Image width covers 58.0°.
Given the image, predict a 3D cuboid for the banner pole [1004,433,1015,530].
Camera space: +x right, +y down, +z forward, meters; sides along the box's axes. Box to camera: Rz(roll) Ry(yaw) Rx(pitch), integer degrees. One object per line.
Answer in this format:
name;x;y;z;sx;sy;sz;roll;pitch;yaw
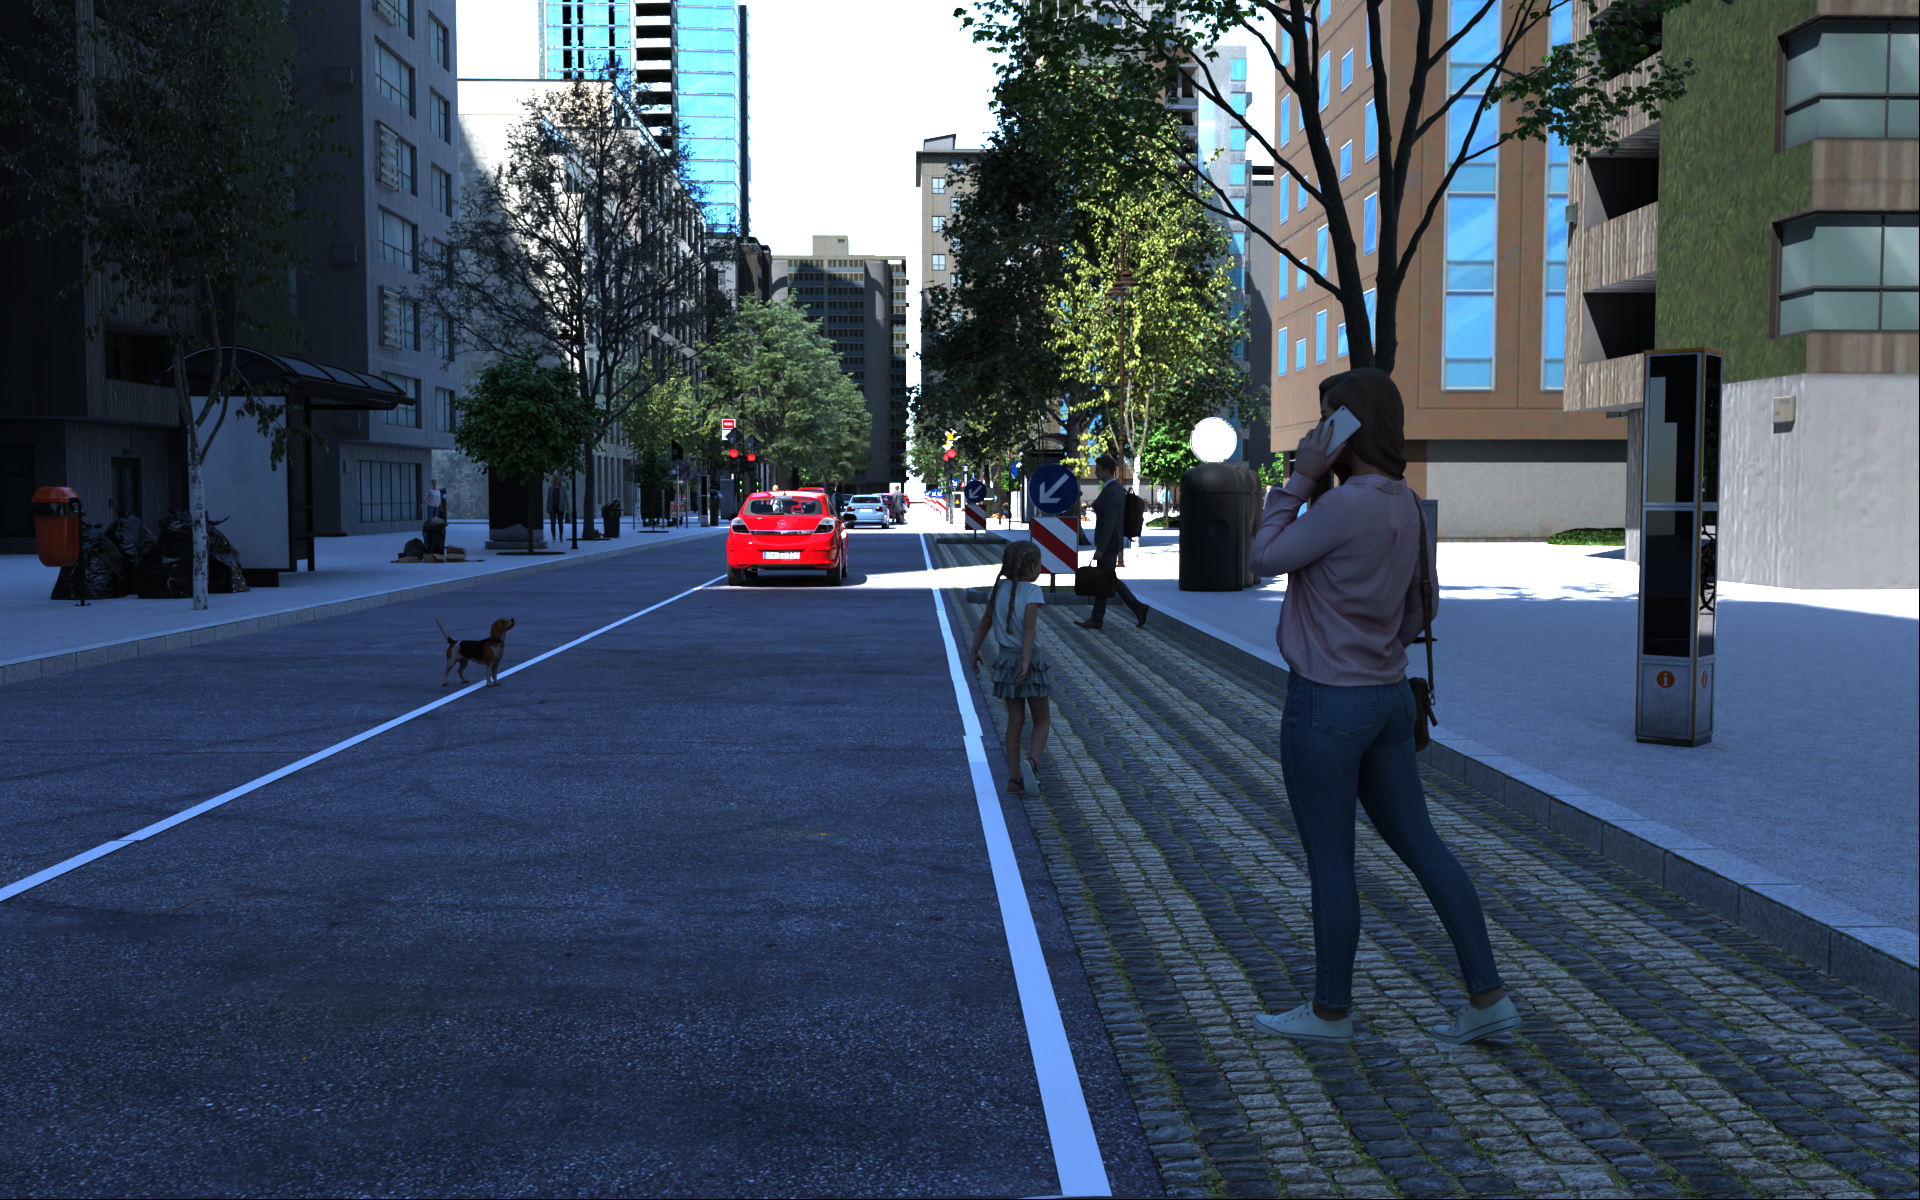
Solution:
banner pole;1.795;-4.368;61.440;0.401;3.779;0.863;0;4;-5

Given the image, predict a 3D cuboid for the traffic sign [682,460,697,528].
traffic sign;-10.208;-3.948;64.648;0.768;2.556;0.104;0;4;4

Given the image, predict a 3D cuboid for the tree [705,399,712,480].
tree;-15.633;-8.591;90.822;4.737;8.622;4.395;0;3;0

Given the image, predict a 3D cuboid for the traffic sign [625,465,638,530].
traffic sign;-11.649;-3.650;61.814;0.606;2.300;0.079;0;4;3

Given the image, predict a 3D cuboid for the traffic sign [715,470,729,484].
traffic sign;-12.442;-5.532;90.557;0.768;2.556;0.104;0;4;2

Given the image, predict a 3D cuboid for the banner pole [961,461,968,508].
banner pole;0.314;-8.496;128.924;0.401;3.779;0.863;-3;5;-42

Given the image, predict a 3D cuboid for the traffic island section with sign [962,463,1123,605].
traffic island section with sign;1.082;-0.887;23.130;1.989;1.847;2.006;0;4;-2

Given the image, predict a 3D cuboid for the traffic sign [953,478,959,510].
traffic sign;-0.445;-8.343;136.505;0.768;2.556;0.104;0;4;7

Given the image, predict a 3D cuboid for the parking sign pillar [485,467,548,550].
parking sign pillar;-10.414;-3.185;40.553;1.447;3.967;1.447;2;4;27

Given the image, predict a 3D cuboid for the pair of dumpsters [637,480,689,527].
pair of dumpsters;-11.845;-4.071;69.050;1.574;2.255;4.437;0;4;-1

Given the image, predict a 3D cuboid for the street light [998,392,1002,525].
street light;1.663;-6.069;72.022;0.468;5.910;1.993;0;4;-2

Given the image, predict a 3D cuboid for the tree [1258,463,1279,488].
tree;18.993;-7.002;109.082;1.663;3.219;1.824;0;3;0

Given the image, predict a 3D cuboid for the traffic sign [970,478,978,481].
traffic sign;1.124;-8.410;137.602;0.768;2.556;0.104;0;4;4

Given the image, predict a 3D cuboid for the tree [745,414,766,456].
tree;-17.357;-11.928;145.388;4.360;8.622;3.978;0;3;0

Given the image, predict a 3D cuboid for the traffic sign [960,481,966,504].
traffic sign;0.433;-8.135;133.018;0.884;2.594;0.081;0;4;6

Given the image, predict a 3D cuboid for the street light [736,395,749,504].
street light;-10.121;-6.612;80.897;0.468;5.910;1.993;0;4;-2

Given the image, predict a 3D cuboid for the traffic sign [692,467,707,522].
traffic sign;-12.155;-4.925;80.636;0.768;2.556;0.104;0;4;0

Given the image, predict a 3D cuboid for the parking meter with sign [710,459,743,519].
parking meter with sign;-11.758;-5.581;87.512;1.738;3.016;0.543;-1;4;-10

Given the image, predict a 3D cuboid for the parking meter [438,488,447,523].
parking meter;-21.126;-3.805;70.622;0.372;1.533;0.369;0;3;0

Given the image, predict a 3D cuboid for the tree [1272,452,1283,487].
tree;20.567;-7.419;105.012;4.285;4.588;4.351;0;3;0

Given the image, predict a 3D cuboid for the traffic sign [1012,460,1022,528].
traffic sign;2.296;-3.970;65.018;0.768;2.556;0.104;0;4;3

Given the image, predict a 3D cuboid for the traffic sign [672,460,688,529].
traffic sign;-10.501;-3.932;64.402;0.768;2.556;0.104;0;4;-1

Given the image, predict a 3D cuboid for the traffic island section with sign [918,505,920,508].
traffic island section with sign;-2.073;-7.654;133.770;1.989;1.847;2.006;0;4;-2

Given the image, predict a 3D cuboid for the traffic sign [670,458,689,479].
traffic sign;-10.337;-3.898;63.465;0.795;2.593;0.064;0;4;5

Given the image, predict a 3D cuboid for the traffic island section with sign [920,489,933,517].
traffic island section with sign;-1.300;-5.990;106.558;1.989;1.847;2.006;0;4;-2

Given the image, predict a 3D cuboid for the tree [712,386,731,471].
tree;-15.908;-8.952;96.729;4.737;8.622;4.395;0;3;0

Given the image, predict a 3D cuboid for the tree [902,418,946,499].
tree;-1.748;-17.627;194.857;9.857;13.997;8.962;0;3;0

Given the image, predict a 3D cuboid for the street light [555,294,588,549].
street light;-8.990;-4.125;40.229;0.468;5.910;1.993;0;4;-2

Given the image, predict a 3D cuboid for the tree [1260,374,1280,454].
tree;19.032;-9.082;98.859;4.360;8.622;3.978;0;3;0

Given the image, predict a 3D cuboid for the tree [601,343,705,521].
tree;-15.263;-8.130;83.296;4.737;8.622;4.395;0;3;0

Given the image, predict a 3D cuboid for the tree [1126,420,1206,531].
tree;7.405;-4.738;61.183;4.285;4.588;4.351;0;3;0

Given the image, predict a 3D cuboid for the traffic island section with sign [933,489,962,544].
traffic island section with sign;0.314;-2.535;50.076;1.989;1.847;2.006;0;4;-2

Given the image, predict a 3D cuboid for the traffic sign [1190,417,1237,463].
traffic sign;4.212;-1.759;28.869;0.768;2.556;0.104;0;4;5

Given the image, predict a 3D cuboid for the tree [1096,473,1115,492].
tree;11.450;-8.427;132.377;1.663;3.219;1.824;0;3;0

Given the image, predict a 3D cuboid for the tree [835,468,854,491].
tree;-14.102;-15.166;198.328;4.360;8.622;3.978;0;3;0

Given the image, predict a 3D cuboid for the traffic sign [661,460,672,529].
traffic sign;-10.954;-3.900;63.870;0.768;2.556;0.104;0;4;6

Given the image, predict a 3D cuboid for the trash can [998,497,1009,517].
trash can;2.403;-5.049;94.197;0.748;1.137;0.748;0;3;0

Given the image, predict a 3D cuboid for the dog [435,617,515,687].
dog;-3.633;0.385;12.985;0.540;0.507;0.406;-1;4;-22

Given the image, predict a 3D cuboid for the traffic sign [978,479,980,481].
traffic sign;1.645;-8.900;145.516;0.884;2.594;0.081;0;4;5

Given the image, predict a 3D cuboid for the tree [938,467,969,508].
tree;-0.477;-10.979;163.213;4.285;4.588;4.351;0;3;0

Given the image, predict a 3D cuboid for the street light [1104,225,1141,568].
street light;2.806;-3.503;30.064;0.468;5.910;1.993;0;4;-2

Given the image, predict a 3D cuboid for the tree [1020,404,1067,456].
tree;6.368;-11.241;134.147;4.360;8.622;3.978;0;3;0
